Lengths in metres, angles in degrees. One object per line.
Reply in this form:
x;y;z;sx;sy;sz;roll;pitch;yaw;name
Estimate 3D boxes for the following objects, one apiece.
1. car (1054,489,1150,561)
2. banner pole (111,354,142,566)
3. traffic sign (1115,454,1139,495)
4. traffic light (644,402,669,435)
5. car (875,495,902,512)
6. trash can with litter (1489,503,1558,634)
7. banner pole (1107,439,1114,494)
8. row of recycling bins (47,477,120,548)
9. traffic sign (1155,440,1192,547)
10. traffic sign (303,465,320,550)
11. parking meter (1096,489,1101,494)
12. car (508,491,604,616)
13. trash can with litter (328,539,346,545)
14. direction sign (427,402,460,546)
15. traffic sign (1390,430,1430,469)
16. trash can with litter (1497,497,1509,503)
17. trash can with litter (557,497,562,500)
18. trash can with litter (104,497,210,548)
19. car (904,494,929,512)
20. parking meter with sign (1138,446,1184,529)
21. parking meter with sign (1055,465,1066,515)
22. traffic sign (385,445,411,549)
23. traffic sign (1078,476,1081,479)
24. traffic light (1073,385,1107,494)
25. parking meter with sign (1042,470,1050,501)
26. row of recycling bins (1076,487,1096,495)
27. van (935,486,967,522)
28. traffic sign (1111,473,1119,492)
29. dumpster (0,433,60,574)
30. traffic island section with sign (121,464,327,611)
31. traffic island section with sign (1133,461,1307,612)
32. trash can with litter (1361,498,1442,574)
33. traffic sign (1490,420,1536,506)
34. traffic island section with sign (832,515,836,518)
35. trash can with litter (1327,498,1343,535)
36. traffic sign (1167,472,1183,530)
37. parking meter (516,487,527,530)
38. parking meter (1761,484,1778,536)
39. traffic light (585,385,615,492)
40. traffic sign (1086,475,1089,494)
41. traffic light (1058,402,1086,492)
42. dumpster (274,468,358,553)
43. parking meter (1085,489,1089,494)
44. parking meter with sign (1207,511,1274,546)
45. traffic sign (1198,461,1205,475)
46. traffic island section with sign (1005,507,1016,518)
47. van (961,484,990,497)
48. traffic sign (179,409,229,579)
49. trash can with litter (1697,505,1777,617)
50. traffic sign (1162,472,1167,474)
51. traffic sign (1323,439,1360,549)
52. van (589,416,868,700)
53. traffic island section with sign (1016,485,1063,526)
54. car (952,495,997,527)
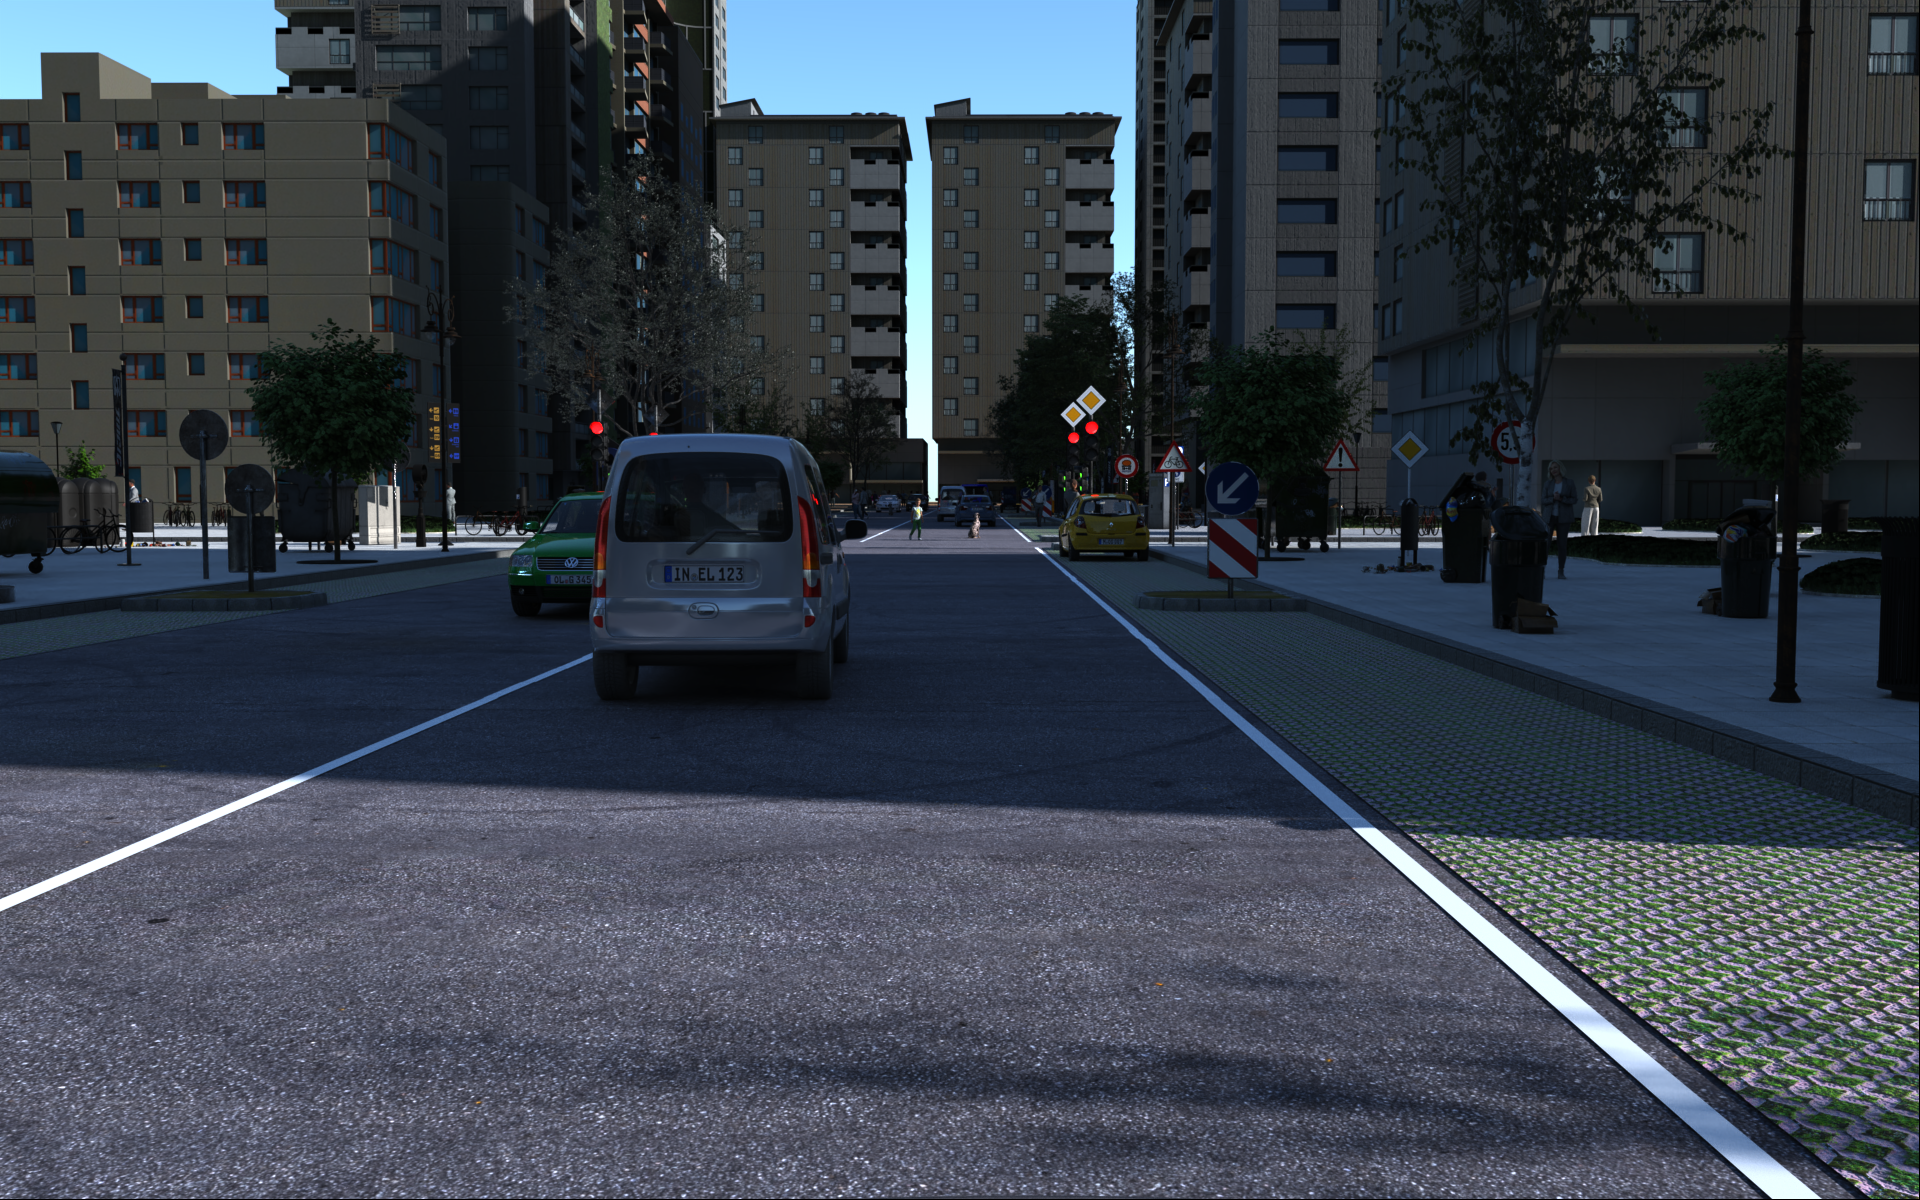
3.129;-1.710;38.176;2.015;1.641;3.980;0;4;-1;car
-14.881;-2.492;30.757;0.401;3.779;0.863;-1;4;-9;banner pole
5.299;-3.366;55.136;0.768;2.556;0.104;0;4;6;traffic sign
-9.238;-3.908;52.815;0.839;4.253;0.868;0;4;0;traffic light
-5.611;-7.578;136.264;2.083;1.381;4.827;0;4;0;car
5.371;-0.300;16.290;0.624;1.170;1.055;0;4;-1;trash can with litter
6.844;-5.423;78.679;0.401;3.779;0.863;-1;4;-18;banner pole
-21.888;-2.170;42.590;1.069;1.692;3.534;0;4;6;row of recycling bins
5.163;-2.561;41.872;0.884;2.594;0.081;0;4;5;traffic sign
-14.718;-2.427;39.688;0.884;2.594;0.081;1;4;10;traffic sign
6.848;-4.680;84.925;0.372;1.533;0.369;0;3;0;parking meter
-4.335;-0.791;21.728;1.959;1.807;4.718;0;4;1;car
-15.672;-1.972;43.635;0.624;1.170;1.055;-1;4;-16;trash can with litter
-12.823;-3.125;43.095;0.379;3.537;0.876;3;5;42;direction sign
9.228;-2.188;35.502;0.795;2.593;0.064;0;4;3;traffic sign
17.601;-2.784;56.910;1.055;1.170;0.624;-2;4;-33;trash can with litter
-14.817;-3.335;65.915;1.055;1.170;0.624;1;4;13;trash can with litter
-19.596;-1.914;42.349;2.233;1.210;1.678;-1;4;-15;trash can with litter
-3.562;-8.107;142.341;2.009;1.686;4.222;0;4;0;car
7.288;-4.102;63.323;1.738;3.016;0.543;3;5;42;parking meter with sign
6.671;-6.658;105.113;1.738;3.016;0.543;2;4;28;parking meter with sign
-13.248;-2.475;40.577;0.768;2.556;0.104;0;4;3;traffic sign
7.822;-6.875;112.410;0.884;2.594;0.081;0;4;3;traffic sign
3.359;-3.414;44.745;0.839;4.253;0.868;0;4;0;traffic light
6.861;-7.915;125.671;1.738;3.016;0.543;-2;4;-24;parking meter with sign
6.993;-5.457;96.329;1.069;1.692;3.534;0;4;-4;row of recycling bins
-0.323;-5.139;91.029;2.013;2.044;4.112;0;4;2;van
8.449;-5.665;92.629;0.884;2.594;0.081;0;4;7;traffic sign
-15.292;-1.501;27.035;1.502;2.255;1.985;0;4;1;dumpster
-9.201;-0.816;21.962;1.989;1.847;2.006;0;4;0;traffic island section with sign
3.222;-0.813;21.916;1.989;1.847;2.006;0;4;0;traffic island section with sign
7.227;-1.089;28.864;1.678;1.210;2.233;3;4;38;trash can with litter
9.462;-1.811;29.712;0.768;2.556;0.104;0;4;5;traffic sign
-8.531;-5.898;105.063;1.989;1.847;2.006;0;4;0;traffic island section with sign
11.333;-2.594;53.802;1.055;1.170;0.624;-2;4;-34;trash can with litter
7.696;-3.658;61.936;0.606;2.300;0.079;0;4;7;traffic sign
-15.602;-3.257;61.667;0.372;1.533;0.369;0;3;0;parking meter
20.120;-2.119;43.064;0.372;1.533;0.369;0;3;0;parking meter
-9.302;-3.420;44.830;0.839;4.253;0.868;0;4;0;traffic light
6.505;-5.321;89.130;0.606;2.300;0.079;0;4;8;traffic sign
3.423;-3.903;52.730;0.839;4.253;0.868;0;4;0;traffic light
-14.313;-2.005;38.535;1.264;1.857;1.865;0;4;0;dumpster
6.728;-5.026;90.585;0.372;1.533;0.369;0;3;0;parking meter
7.049;-2.876;43.290;1.738;3.016;0.543;2;4;31;parking meter with sign
8.856;-3.779;61.514;0.795;2.593;0.064;1;4;10;traffic sign
3.878;-5.884;104.833;1.989;1.847;2.006;0;4;0;traffic island section with sign
0.853;-6.485;110.420;2.240;2.365;5.245;0;4;-1;van
-11.394;-1.590;26.101;0.768;2.556;0.104;0;4;5;traffic sign
8.108;-0.419;18.233;0.624;1.170;1.055;0;4;-4;trash can with litter
10.588;-5.390;88.230;0.768;2.556;0.104;0;4;5;traffic sign
8.865;-2.471;40.408;0.884;2.594;0.081;1;4;9;traffic sign
-1.742;-0.393;13.445;2.013;2.044;4.112;0;4;-1;van
3.673;-4.236;77.878;1.989;1.847;2.006;0;4;0;traffic island section with sign
0.667;-3.994;77.300;2.014;1.417;4.499;0;4;-1;car
